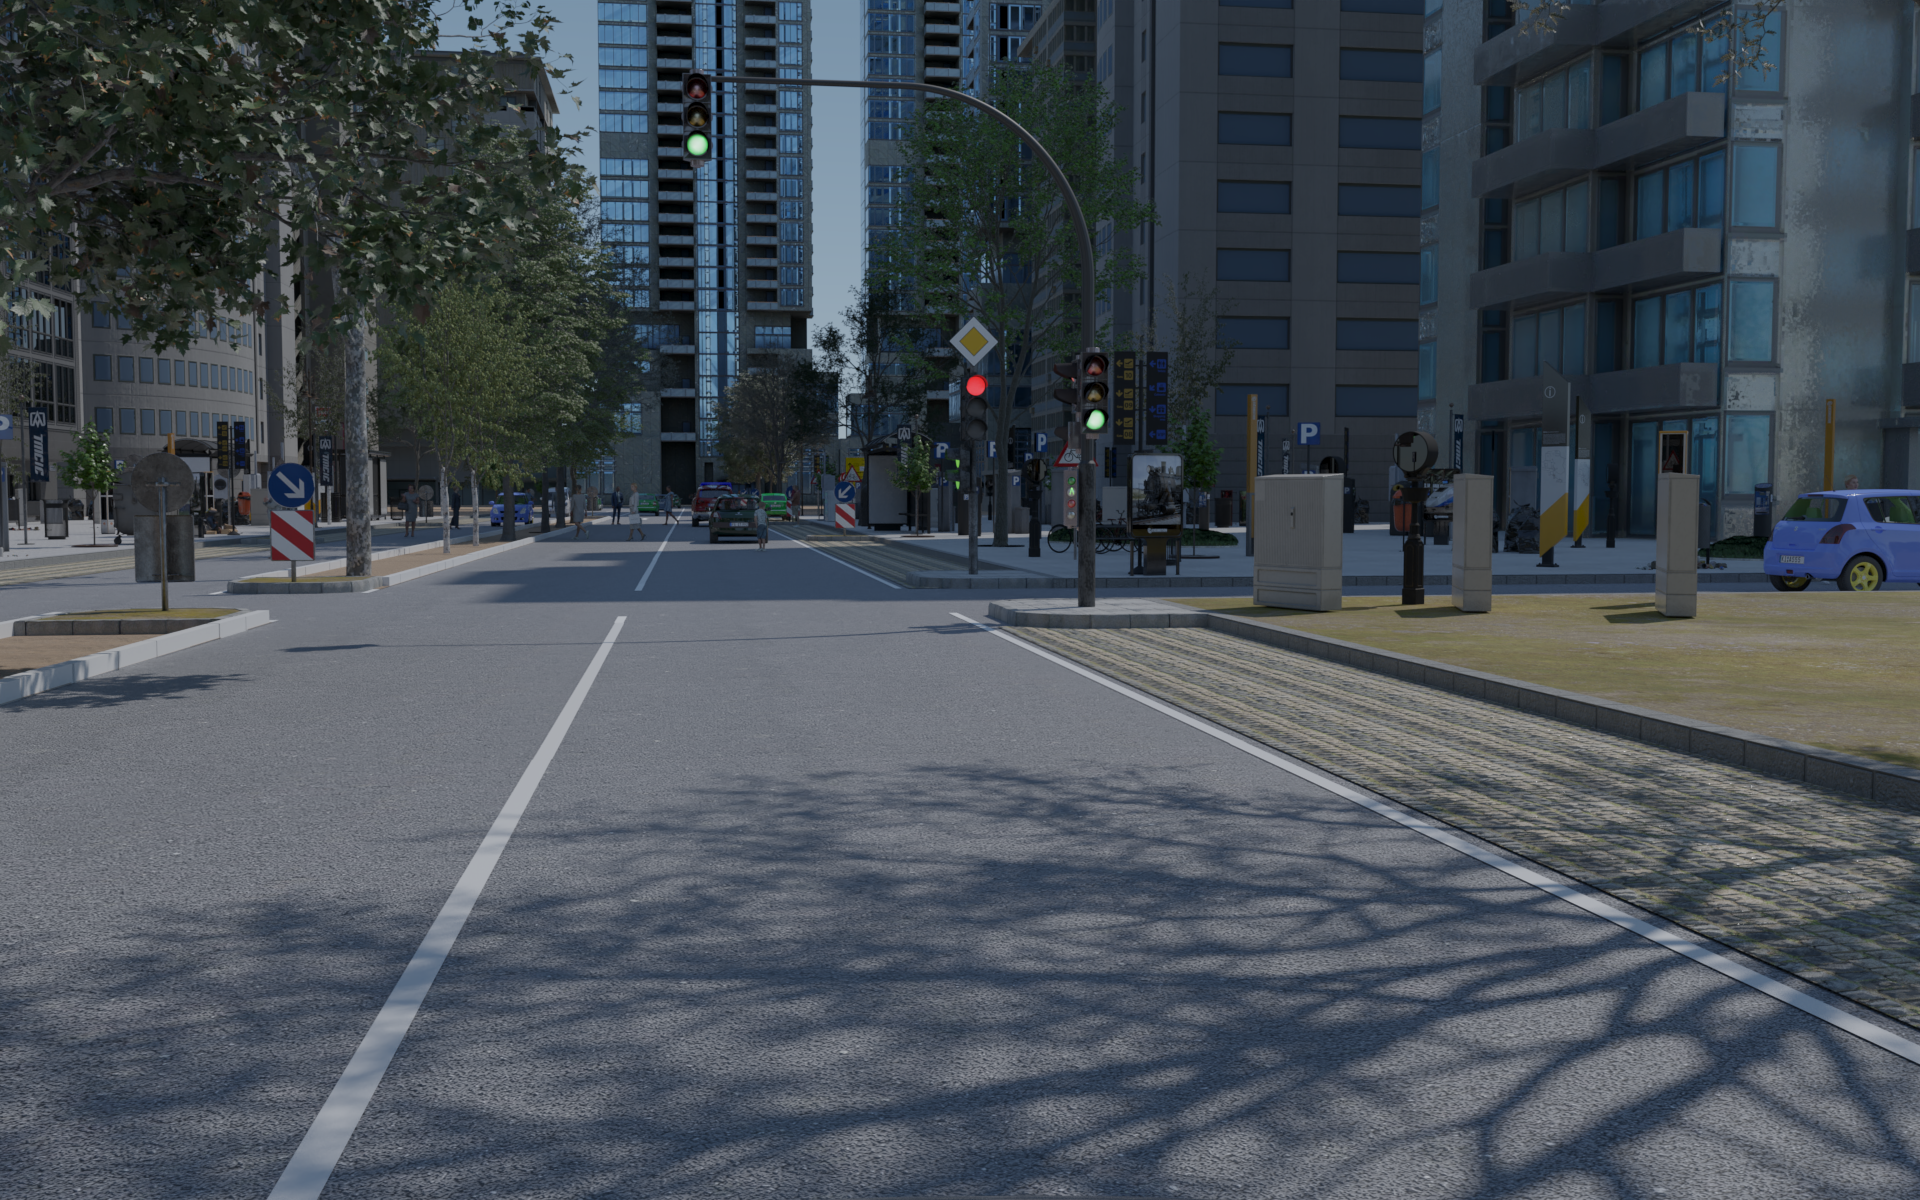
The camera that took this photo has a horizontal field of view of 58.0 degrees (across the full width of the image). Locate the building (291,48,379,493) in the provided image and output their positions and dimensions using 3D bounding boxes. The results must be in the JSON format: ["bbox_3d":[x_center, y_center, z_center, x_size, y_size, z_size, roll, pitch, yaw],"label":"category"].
[{"bbox_3d":[-62.124,-31.927,145.705,21.600,48.544,21.300,-1,4,-9],"label":"building"}]

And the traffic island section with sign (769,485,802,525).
[{"bbox_3d":[-7.882,-4.373,80.130,1.989,1.847,2.006,-1,4,-9],"label":"traffic island section with sign"}]

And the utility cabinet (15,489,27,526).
[{"bbox_3d":[-37.704,-3.722,69.528,0.318,1.500,1.173,-2,4,-34],"label":"utility cabinet"}]

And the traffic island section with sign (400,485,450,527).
[{"bbox_3d":[-23.601,-4.154,76.553,1.989,1.847,2.006,-1,4,-9],"label":"traffic island section with sign"}]

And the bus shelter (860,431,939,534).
[{"bbox_3d":[-2.079,-3.913,57.896,2.014,3.302,5.546,-1,4,-9],"label":"bus shelter"}]

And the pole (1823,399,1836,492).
[{"bbox_3d":[18.677,-2.654,37.236,0.158,3.312,0.155,0,3,0],"label":"pole"}]

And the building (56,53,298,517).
[{"bbox_3d":[-56.088,-34.629,108.191,21.231,58.520,28.212,-1,4,-9],"label":"building"}]

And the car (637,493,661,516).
[{"bbox_3d":[-20.606,-6.399,113.423,1.959,1.807,4.718,-1,4,-9],"label":"car"}]

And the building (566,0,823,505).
[{"bbox_3d":[-30.878,-54.680,206.684,31.000,86.520,22.319,-1,4,-9],"label":"building"}]

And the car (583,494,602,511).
[{"bbox_3d":[-31.665,-8.329,147.975,2.131,1.459,4.920,0,4,-8],"label":"car"}]

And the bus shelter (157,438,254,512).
[{"bbox_3d":[-28.473,-4.386,65.627,2.014,3.302,5.546,-1,4,-9],"label":"bus shelter"}]

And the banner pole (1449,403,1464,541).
[{"bbox_3d":[13.620,-3.526,47.667,0.863,3.779,0.401,-3,5,-42],"label":"banner pole"}]

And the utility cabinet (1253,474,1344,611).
[{"bbox_3d":[3.738,-0.646,19.243,0.318,1.500,1.173,-2,4,-28],"label":"utility cabinet"}]

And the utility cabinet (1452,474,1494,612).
[{"bbox_3d":[5.677,-0.641,19.167,0.318,1.500,1.173,1,4,10],"label":"utility cabinet"}]

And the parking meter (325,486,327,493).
[{"bbox_3d":[-32.264,-5.067,88.558,0.399,1.863,0.255,-1,4,-21],"label":"parking meter"}]

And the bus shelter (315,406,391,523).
[{"bbox_3d":[-28.775,-6.382,81.973,2.179,5.291,8.768,-1,4,-9],"label":"bus shelter"}]

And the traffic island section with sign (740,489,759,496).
[{"bbox_3d":[-15.308,-7.314,128.214,1.989,1.847,2.006,-1,4,-9],"label":"traffic island section with sign"}]

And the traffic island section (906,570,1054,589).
[{"bbox_3d":[0.234,-0.328,27.648,2.009,0.180,2.903,-1,4,-9],"label":"traffic island section"}]

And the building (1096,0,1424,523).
[{"bbox_3d":[17.907,-33.584,91.091,21.231,58.520,28.212,-1,4,-9],"label":"building"}]

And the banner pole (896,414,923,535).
[{"bbox_3d":[-1.596,-3.952,54.631,0.863,3.779,0.401,1,4,9],"label":"banner pole"}]

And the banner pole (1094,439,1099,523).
[{"bbox_3d":[5.806,-5.321,77.015,0.863,3.779,0.401,-1,4,-21],"label":"banner pole"}]

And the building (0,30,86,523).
[{"bbox_3d":[-46.424,-16.840,68.841,14.314,27.812,24.014,-1,4,-9],"label":"building"}]

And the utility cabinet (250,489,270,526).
[{"bbox_3d":[-27.689,-3.693,69.060,1.173,1.500,0.318,1,4,18],"label":"utility cabinet"}]

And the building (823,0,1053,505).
[{"bbox_3d":[-0.169,-54.940,210.942,31.000,86.520,22.319,-1,4,-9],"label":"building"}]

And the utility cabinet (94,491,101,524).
[{"bbox_3d":[-36.833,-4.029,74.546,0.318,1.500,1.173,0,4,6],"label":"utility cabinet"}]

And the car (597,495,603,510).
[{"bbox_3d":[-34.032,-9.048,160.513,1.945,1.354,3.894,-1,4,-10],"label":"car"}]

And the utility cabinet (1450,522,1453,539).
[{"bbox_3d":[14.332,-2.329,49.233,0.306,1.237,1.020,-2,4,-27],"label":"utility cabinet"}]

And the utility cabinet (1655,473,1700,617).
[{"bbox_3d":[7.618,-0.593,18.381,0.318,1.500,1.173,1,4,17],"label":"utility cabinet"}]

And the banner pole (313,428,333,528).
[{"bbox_3d":[-24.159,-4.621,65.574,0.863,3.779,0.401,-1,4,-11],"label":"banner pole"}]

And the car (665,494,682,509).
[{"bbox_3d":[-28.521,-9.743,171.094,2.131,1.459,4.920,0,4,-8],"label":"car"}]

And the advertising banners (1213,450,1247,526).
[{"bbox_3d":[10.595,-4.430,68.617,2.074,3.025,0.090,-1,4,-9],"label":"advertising banners"}]

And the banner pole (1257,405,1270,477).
[{"bbox_3d":[8.509,-3.585,48.627,0.401,3.779,0.863,3,5,42],"label":"banner pole"}]

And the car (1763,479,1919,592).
[{"bbox_3d":[13.448,-0.920,24.626,3.694,1.707,1.945,-1,4,-11],"label":"car"}]

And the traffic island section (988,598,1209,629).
[{"bbox_3d":[1.453,0.154,19.756,2.009,0.180,2.903,-1,4,-9],"label":"traffic island section"}]

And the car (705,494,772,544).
[{"bbox_3d":[-6.599,-2.558,51.615,2.009,1.686,4.222,0,4,-8],"label":"car"}]

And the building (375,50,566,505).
[{"bbox_3d":[-60.274,-37.750,206.444,27.495,52.752,28.713,-1,4,-9],"label":"building"}]

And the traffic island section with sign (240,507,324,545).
[{"bbox_3d":[-19.475,-2.525,49.915,1.989,1.847,2.006,-1,4,-9],"label":"traffic island section with sign"}]

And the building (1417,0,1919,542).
[{"bbox_3d":[31.113,-26.653,55.381,30.456,49.044,23.786,-1,4,-9],"label":"building"}]

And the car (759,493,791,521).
[{"bbox_3d":[-10.112,-5.166,93.266,1.959,1.807,4.718,-1,4,-10],"label":"car"}]

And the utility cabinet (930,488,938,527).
[{"bbox_3d":[-0.892,-3.490,65.735,1.173,1.500,0.318,1,4,21],"label":"utility cabinet"}]

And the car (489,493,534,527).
[{"bbox_3d":[-20.098,-4.167,77.715,1.945,1.707,3.694,-1,4,-10],"label":"car"}]

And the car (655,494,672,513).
[{"bbox_3d":[-22.729,-7.301,131.371,2.014,1.417,4.499,-1,4,-10],"label":"car"}]

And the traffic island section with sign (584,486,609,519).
[{"bbox_3d":[-21.272,-5.620,100.022,2.006,1.907,1.989,-1,4,-9],"label":"traffic island section with sign"}]

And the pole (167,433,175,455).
[{"bbox_3d":[-26.389,-3.925,58.016,0.158,3.312,0.155,0,3,0],"label":"pole"}]

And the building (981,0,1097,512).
[{"bbox_3d":[18.375,-26.511,125.328,32.217,40.220,23.993,-1,4,-9],"label":"building"}]

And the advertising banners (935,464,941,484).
[{"bbox_3d":[-0.754,-6.386,100.605,0.090,3.025,2.074,3,5,44],"label":"advertising banners"}]

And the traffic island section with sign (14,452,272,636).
[{"bbox_3d":[-8.664,-0.630,18.441,2.006,1.907,1.989,-1,4,-9],"label":"traffic island section with sign"}]

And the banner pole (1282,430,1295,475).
[{"bbox_3d":[12.887,-4.765,67.929,0.401,3.779,0.863,-2,4,-30],"label":"banner pole"}]

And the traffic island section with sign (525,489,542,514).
[{"bbox_3d":[-31.196,-7.165,125.777,1.989,1.847,2.006,-1,4,-9],"label":"traffic island section with sign"}]

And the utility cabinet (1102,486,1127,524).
[{"bbox_3d":[4.685,-2.576,50.804,0.318,1.500,1.173,-3,4,-37],"label":"utility cabinet"}]

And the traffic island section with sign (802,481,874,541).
[{"bbox_3d":[-3.707,-2.725,53.174,1.989,1.847,2.006,-1,4,-9],"label":"traffic island section with sign"}]

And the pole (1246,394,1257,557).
[{"bbox_3d":[5.980,-2.549,35.511,0.158,3.312,0.155,0,3,0],"label":"pole"}]

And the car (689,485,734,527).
[{"bbox_3d":[-10.932,-4.193,77.224,2.281,1.827,5.304,-1,4,-8],"label":"car"}]

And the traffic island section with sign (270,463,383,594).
[{"bbox_3d":[-9.786,-1.078,25.763,2.006,1.907,1.989,-1,4,-9],"label":"traffic island section with sign"}]

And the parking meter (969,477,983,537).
[{"bbox_3d":[0.486,-2.853,52.363,0.399,1.863,0.255,0,4,4],"label":"parking meter"}]
